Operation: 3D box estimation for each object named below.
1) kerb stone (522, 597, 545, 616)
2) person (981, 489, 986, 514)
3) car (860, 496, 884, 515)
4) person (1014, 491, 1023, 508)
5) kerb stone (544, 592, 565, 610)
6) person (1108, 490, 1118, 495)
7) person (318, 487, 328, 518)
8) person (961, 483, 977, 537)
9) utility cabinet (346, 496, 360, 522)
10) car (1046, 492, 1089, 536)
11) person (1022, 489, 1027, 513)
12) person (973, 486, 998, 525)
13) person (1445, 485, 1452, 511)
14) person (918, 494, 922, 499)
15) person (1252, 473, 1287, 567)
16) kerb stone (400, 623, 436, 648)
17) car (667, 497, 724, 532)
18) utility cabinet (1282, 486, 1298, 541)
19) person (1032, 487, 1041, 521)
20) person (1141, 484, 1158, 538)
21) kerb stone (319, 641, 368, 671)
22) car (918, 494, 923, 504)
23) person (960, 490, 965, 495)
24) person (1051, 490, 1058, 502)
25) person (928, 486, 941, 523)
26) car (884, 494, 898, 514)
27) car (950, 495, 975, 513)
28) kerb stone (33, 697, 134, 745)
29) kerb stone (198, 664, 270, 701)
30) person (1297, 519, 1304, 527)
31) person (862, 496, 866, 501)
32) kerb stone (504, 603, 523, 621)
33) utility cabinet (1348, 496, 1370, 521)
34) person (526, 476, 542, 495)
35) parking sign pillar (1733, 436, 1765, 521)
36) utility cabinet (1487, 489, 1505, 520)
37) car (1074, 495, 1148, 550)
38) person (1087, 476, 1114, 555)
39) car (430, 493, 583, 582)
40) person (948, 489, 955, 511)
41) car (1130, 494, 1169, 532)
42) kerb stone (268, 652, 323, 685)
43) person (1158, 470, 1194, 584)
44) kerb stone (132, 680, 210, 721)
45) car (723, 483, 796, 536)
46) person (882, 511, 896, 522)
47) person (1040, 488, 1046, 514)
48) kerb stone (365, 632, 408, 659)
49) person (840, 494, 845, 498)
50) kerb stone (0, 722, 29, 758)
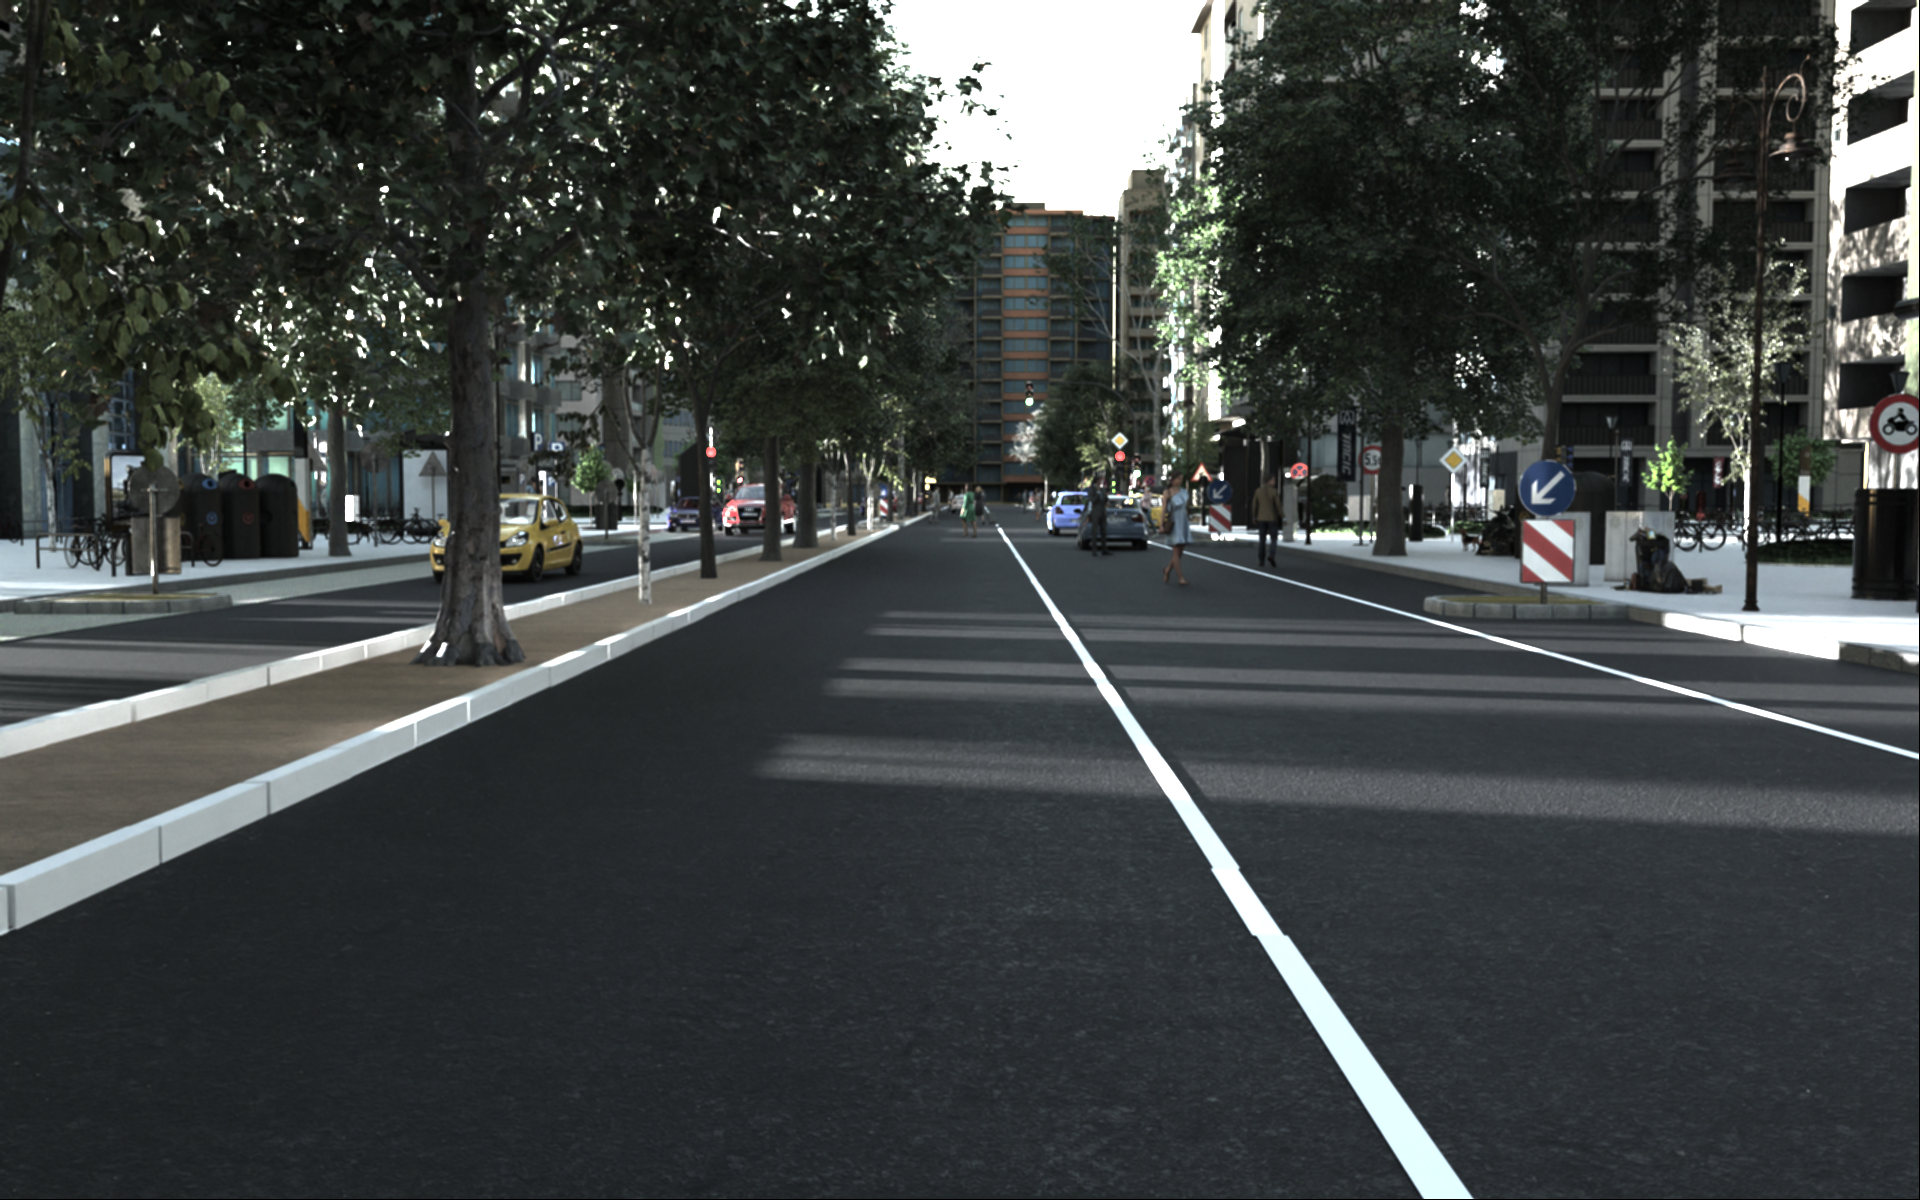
[{"bbox_3d":[-5.135,0.105,20.546,0.120,0.150,1.000,0,4,1],"label":"kerb stone"},{"bbox_3d":[1.608,-7.151,125.697,0.520,1.790,0.573,1,4,19],"label":"person"},{"bbox_3d":[-5.895,-6.515,119.104,1.945,1.354,3.894,0,4,0],"label":"car"},{"bbox_3d":[6.239,-10.553,181.762,1.217,1.735,0.721,2,4,27],"label":"person"},{"bbox_3d":[-5.126,0.040,21.568,0.120,0.150,1.000,0,4,1],"label":"kerb stone"},{"bbox_3d":[7.936,-5.019,90.370,0.655,1.846,0.447,0,4,-7],"label":"person"},{"bbox_3d":[-33.411,-5.176,90.853,0.466,1.800,0.511,-2,4,-33],"label":"person"},{"bbox_3d":[0.302,-2.974,57.366,0.529,1.795,0.600,2,4,24],"label":"person"},{"bbox_3d":[-23.377,-3.379,66.410,0.306,1.237,1.020,-3,5,-42],"label":"utility cabinet"},{"bbox_3d":[4.005,-3.130,60.772,1.945,1.707,3.694,0,4,-1],"label":"car"},{"bbox_3d":[4.878,-7.432,130.107,0.391,1.810,0.635,0,4,-5],"label":"person"},{"bbox_3d":[1.079,-4.422,81.024,0.699,1.804,1.509,-2,4,-31],"label":"person"},{"bbox_3d":[27.597,-5.594,97.849,0.599,1.781,0.374,-2,4,-26],"label":"person"},{"bbox_3d":[-4.453,-10.092,173.580,1.350,1.814,0.705,0,4,-7],"label":"person"},{"bbox_3d":[6.129,-1.583,34.299,0.656,1.842,0.836,0,4,0],"label":"person"},{"bbox_3d":[-5.162,0.351,16.451,0.120,0.150,1.000,0,4,1],"label":"kerb stone"},{"bbox_3d":[-9.996,-3.258,65.843,1.945,1.354,3.894,0,4,2],"label":"car"},{"bbox_3d":[8.917,-2.327,46.719,0.318,1.500,1.173,1,4,16],"label":"utility cabinet"},{"bbox_3d":[4.004,-5.045,91.349,0.532,1.782,0.716,0,4,5],"label":"person"},{"bbox_3d":[6.168,-2.893,56.392,0.643,1.750,0.593,0,4,0],"label":"person"},{"bbox_3d":[-5.184,0.481,14.408,0.120,0.150,1.000,0,4,1],"label":"kerb stone"},{"bbox_3d":[-5.318,-12.999,221.566,2.155,1.783,4.494,0,4,1],"label":"car"},{"bbox_3d":[0.127,-7.801,136.536,0.782,1.767,0.515,-2,4,-32],"label":"person"},{"bbox_3d":[12.541,-13.575,227.974,1.348,1.826,0.705,2,4,26],"label":"person"},{"bbox_3d":[-1.152,-4.639,84.466,0.853,1.813,0.709,-3,5,-42],"label":"person"},{"bbox_3d":[-5.607,-7.333,128.937,2.155,1.783,4.494,0,4,-1],"label":"car"},{"bbox_3d":[0.279,-7.251,130.910,2.083,1.381,4.827,0,4,0],"label":"car"},{"bbox_3d":[-5.232,0.728,10.298,0.120,0.150,1.000,0,4,1],"label":"kerb stone"},{"bbox_3d":[-5.208,0.602,12.360,0.120,0.150,1.000,0,4,1],"label":"kerb stone"},{"bbox_3d":[13.210,-3.738,67.174,0.620,1.820,0.660,-1,4,-18],"label":"person"},{"bbox_3d":[-8.170,-8.172,146.397,0.394,1.301,0.425,1,4,15],"label":"person"},{"bbox_3d":[-5.146,0.164,19.517,0.120,0.150,1.000,0,4,1],"label":"kerb stone"},{"bbox_3d":[16.208,-3.613,70.227,0.306,1.237,1.020,-3,4,-37],"label":"utility cabinet"},{"bbox_3d":[-12.394,-2.715,50.524,0.616,1.811,0.778,-2,4,-24],"label":"person"},{"bbox_3d":[36.771,-5.646,80.789,1.447,3.967,1.447,0,4,0],"label":"parking sign pillar"},{"bbox_3d":[24.724,-4.353,79.844,0.318,1.500,1.173,3,5,42],"label":"utility cabinet"},{"bbox_3d":[4.037,-2.084,46.076,2.014,1.417,4.499,0,4,2],"label":"car"},{"bbox_3d":[3.315,-1.974,40.587,0.655,1.846,0.447,-2,4,-33],"label":"person"},{"bbox_3d":[-7.653,-1.171,29.370,2.015,1.641,3.980,0,4,2],"label":"car"},{"bbox_3d":[-0.690,-8.226,143.102,0.850,1.850,0.679,0,4,-3],"label":"person"},{"bbox_3d":[6.871,-3.317,64.452,2.015,1.641,3.980,0,4,1],"label":"car"},{"bbox_3d":[-5.192,0.542,13.386,0.120,0.150,1.000,0,4,1],"label":"kerb stone"},{"bbox_3d":[3.392,-1.158,27.534,0.616,1.811,0.778,-2,4,-24],"label":"person"},{"bbox_3d":[-5.210,0.672,11.338,0.120,0.150,1.000,0,4,1],"label":"kerb stone"},{"bbox_3d":[-7.044,-3.219,61.296,2.281,1.827,5.304,0,4,2],"label":"car"},{"bbox_3d":[-3.719,-4.459,86.903,1.012,1.151,0.738,0,4,-4],"label":"person"},{"bbox_3d":[5.991,-7.185,125.883,0.656,1.842,0.836,3,4,38],"label":"person"},{"bbox_3d":[-5.169,0.419,15.430,0.120,0.150,1.000,0,4,1],"label":"kerb stone"},{"bbox_3d":[-14.199,-12.083,204.319,1.217,1.735,0.721,-1,4,-13],"label":"person"},{"bbox_3d":[-5.228,0.791,9.274,0.120,0.150,1.000,0,4,1],"label":"kerb stone"}]
